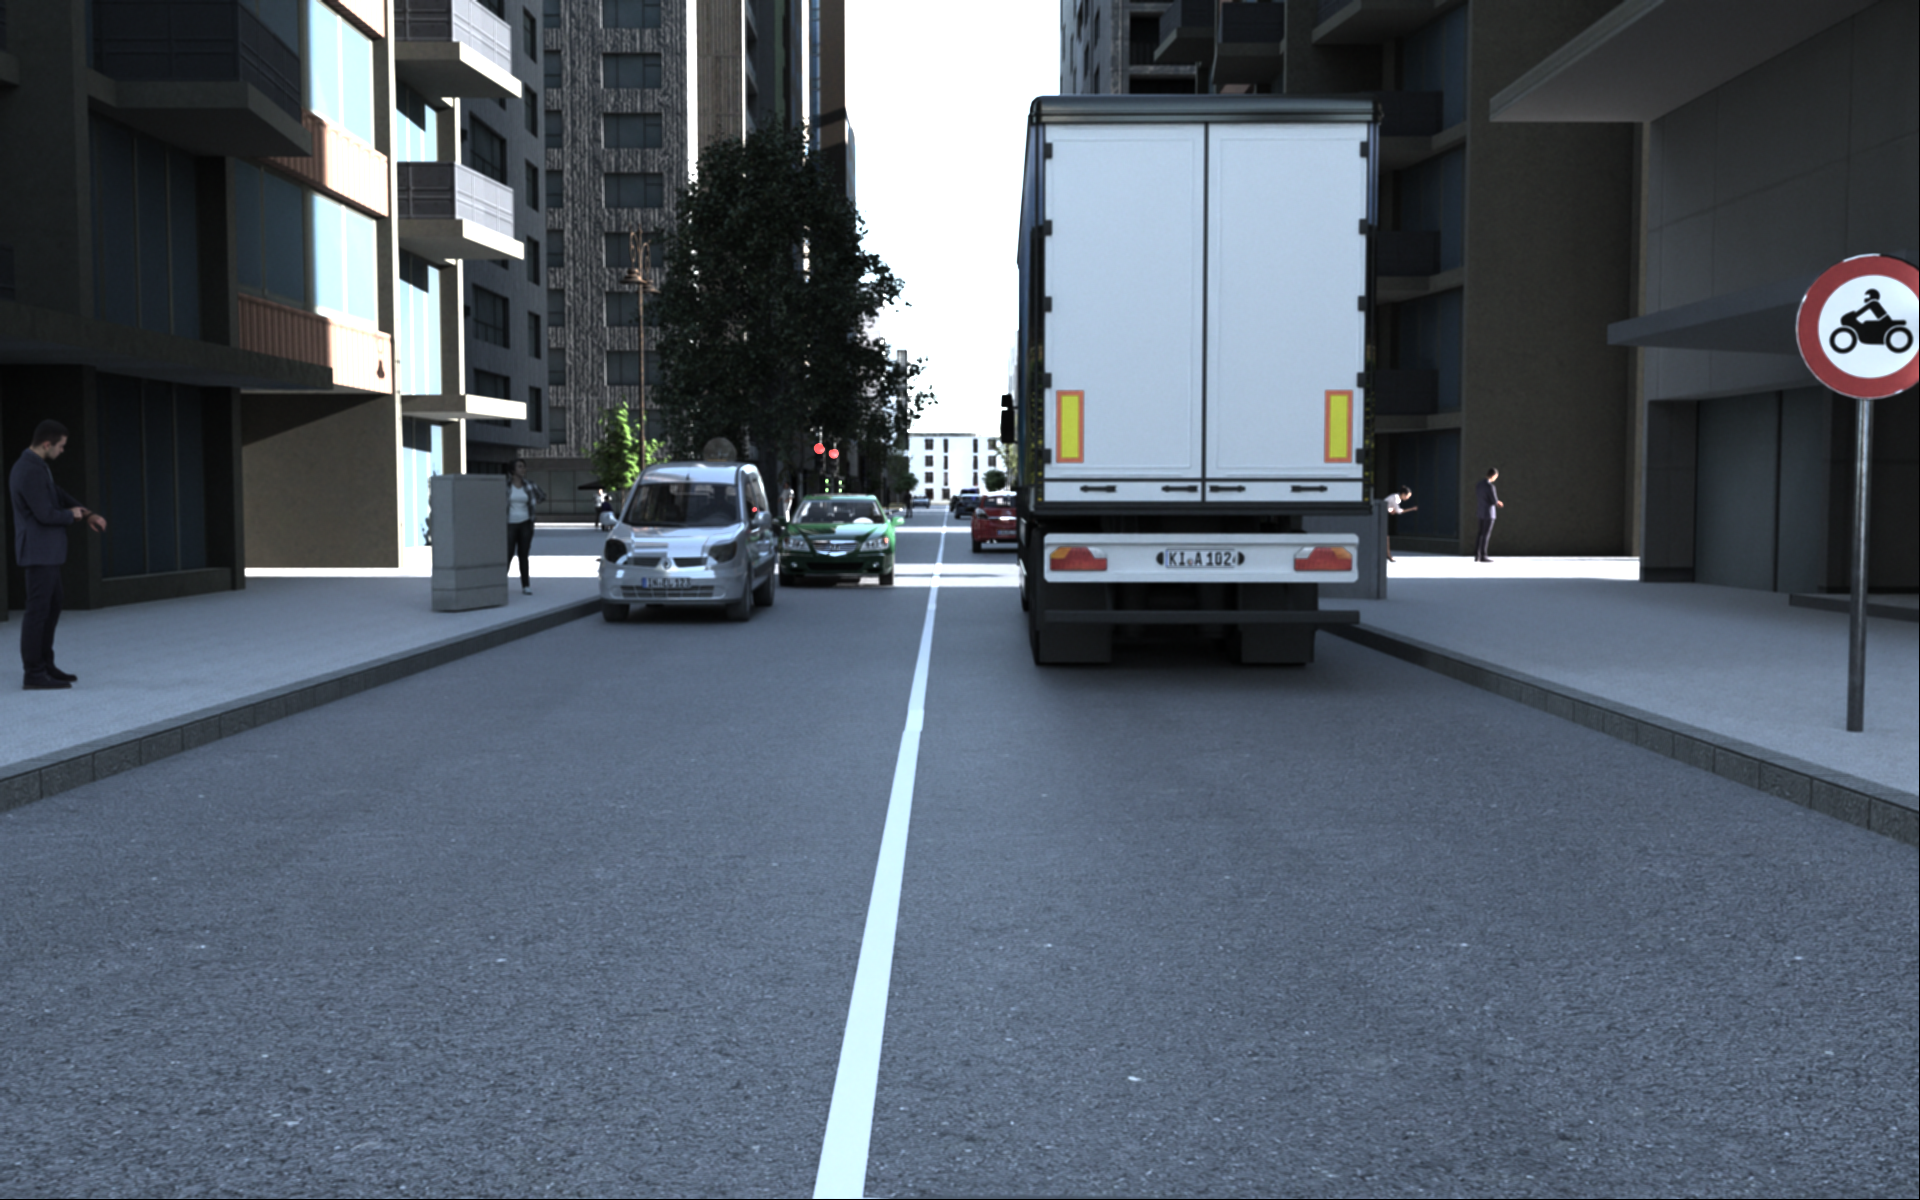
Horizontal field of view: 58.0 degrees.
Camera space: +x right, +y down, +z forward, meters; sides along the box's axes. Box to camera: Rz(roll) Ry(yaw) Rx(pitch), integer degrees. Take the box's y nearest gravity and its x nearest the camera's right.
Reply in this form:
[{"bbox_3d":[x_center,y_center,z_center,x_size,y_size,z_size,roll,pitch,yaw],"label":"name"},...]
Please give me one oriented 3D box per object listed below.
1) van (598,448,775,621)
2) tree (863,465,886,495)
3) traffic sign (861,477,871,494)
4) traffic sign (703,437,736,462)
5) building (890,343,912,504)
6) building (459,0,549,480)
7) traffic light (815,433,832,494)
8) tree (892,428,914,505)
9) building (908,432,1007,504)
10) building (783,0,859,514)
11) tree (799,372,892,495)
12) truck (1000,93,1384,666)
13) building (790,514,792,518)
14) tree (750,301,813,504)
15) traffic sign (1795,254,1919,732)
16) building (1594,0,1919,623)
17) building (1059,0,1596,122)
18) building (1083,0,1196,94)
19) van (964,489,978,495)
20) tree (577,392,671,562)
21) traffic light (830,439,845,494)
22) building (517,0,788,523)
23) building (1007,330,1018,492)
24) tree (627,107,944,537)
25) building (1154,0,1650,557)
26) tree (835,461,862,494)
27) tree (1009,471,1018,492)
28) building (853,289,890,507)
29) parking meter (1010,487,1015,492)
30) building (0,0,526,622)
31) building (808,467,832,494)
[{"bbox_3d":[-3.207,-0.845,20.820,2.013,2.044,4.112,0,4,0],"label":"van"},{"bbox_3d":[-6.119,-7.484,116.965,1.663,3.219,1.824,0,3,0],"label":"tree"},{"bbox_3d":[-5.607,-6.187,103.284,0.606,2.300,0.079,0,4,3],"label":"traffic sign"},{"bbox_3d":[-5.397,-2.371,38.869,0.768,2.556,0.104,0,4,4],"label":"traffic sign"},{"bbox_3d":[-23.391,-24.709,247.962,32.646,21.610,27.936,0,4,0],"label":"building"},{"bbox_3d":[-21.408,-17.418,56.493,14.107,30.474,14.160,0,4,0],"label":"building"},{"bbox_3d":[-5.238,-4.659,65.090,0.839,4.253,0.868,0,4,0],"label":"traffic light"},{"bbox_3d":[-5.878,-10.442,121.096,4.737,8.622,4.395,0,3,0],"label":"tree"},{"bbox_3d":[7.024,-18.155,238.981,28.070,9.664,9.099,0,4,0],"label":"building"},{"bbox_3d":[-15.202,-29.518,132.726,14.600,45.320,14.200,0,4,0],"label":"building"},{"bbox_3d":[-6.262,-8.240,85.086,4.737,8.622,4.395,0,3,0],"label":"tree"},{"bbox_3d":[1.837,-1.765,17.769,2.839,4.237,11.283,0,4,1],"label":"truck"},{"bbox_3d":[-15.517,-27.186,94.601,14.600,45.320,14.200,0,4,0],"label":"building"},{"bbox_3d":[-5.997,-6.841,62.207,4.360,8.622,3.978,0,3,0],"label":"tree"},{"bbox_3d":[4.845,-0.562,9.298,0.768,2.556,0.104,0,4,6],"label":"traffic sign"},{"bbox_3d":[21.072,-25.829,11.550,28.713,52.752,27.495,0,4,0],"label":"building"},{"bbox_3d":[20.434,-31.797,109.117,28.713,52.752,27.495,0,4,0],"label":"building"},{"bbox_3d":[16.904,-39.458,83.393,20.611,71.187,20.563,0,4,0],"label":"building"},{"bbox_3d":[1.120,-12.545,209.492,2.240,2.365,5.245,0,3,0],"label":"van"},{"bbox_3d":[-6.405,-2.344,32.929,1.663,3.219,1.824,0,3,0],"label":"tree"},{"bbox_3d":[-5.287,-5.147,73.075,0.839,4.253,0.868,0,4,0],"label":"traffic light"},{"bbox_3d":[-15.801,-24.282,80.608,14.154,41.232,14.086,0,4,0],"label":"building"},{"bbox_3d":[14.162,-20.096,195.026,16.747,18.905,31.486,0,4,0],"label":"building"},{"bbox_3d":[-5.675,-8.253,51.951,9.611,12.733,9.660,0,3,0],"label":"tree"},{"bbox_3d":[17.142,-24.053,47.884,22.147,44.769,28.867,0,4,0],"label":"building"},{"bbox_3d":[-6.927,-6.433,99.783,1.663,3.219,1.824,0,3,0],"label":"tree"},{"bbox_3d":[4.627,-8.190,128.501,1.663,3.219,1.824,0,3,0],"label":"tree"},{"bbox_3d":[-21.464,-19.645,165.167,27.936,21.610,32.646,0,4,0],"label":"building"},{"bbox_3d":[3.995,-7.619,130.282,0.399,1.863,0.255,3,5,43],"label":"parking meter"},{"bbox_3d":[-19.269,-22.615,24.381,22.147,44.769,28.867,0,4,0],"label":"building"},{"bbox_3d":[-24.390,-25.803,113.765,32.217,40.220,23.993,0,4,0],"label":"building"}]
